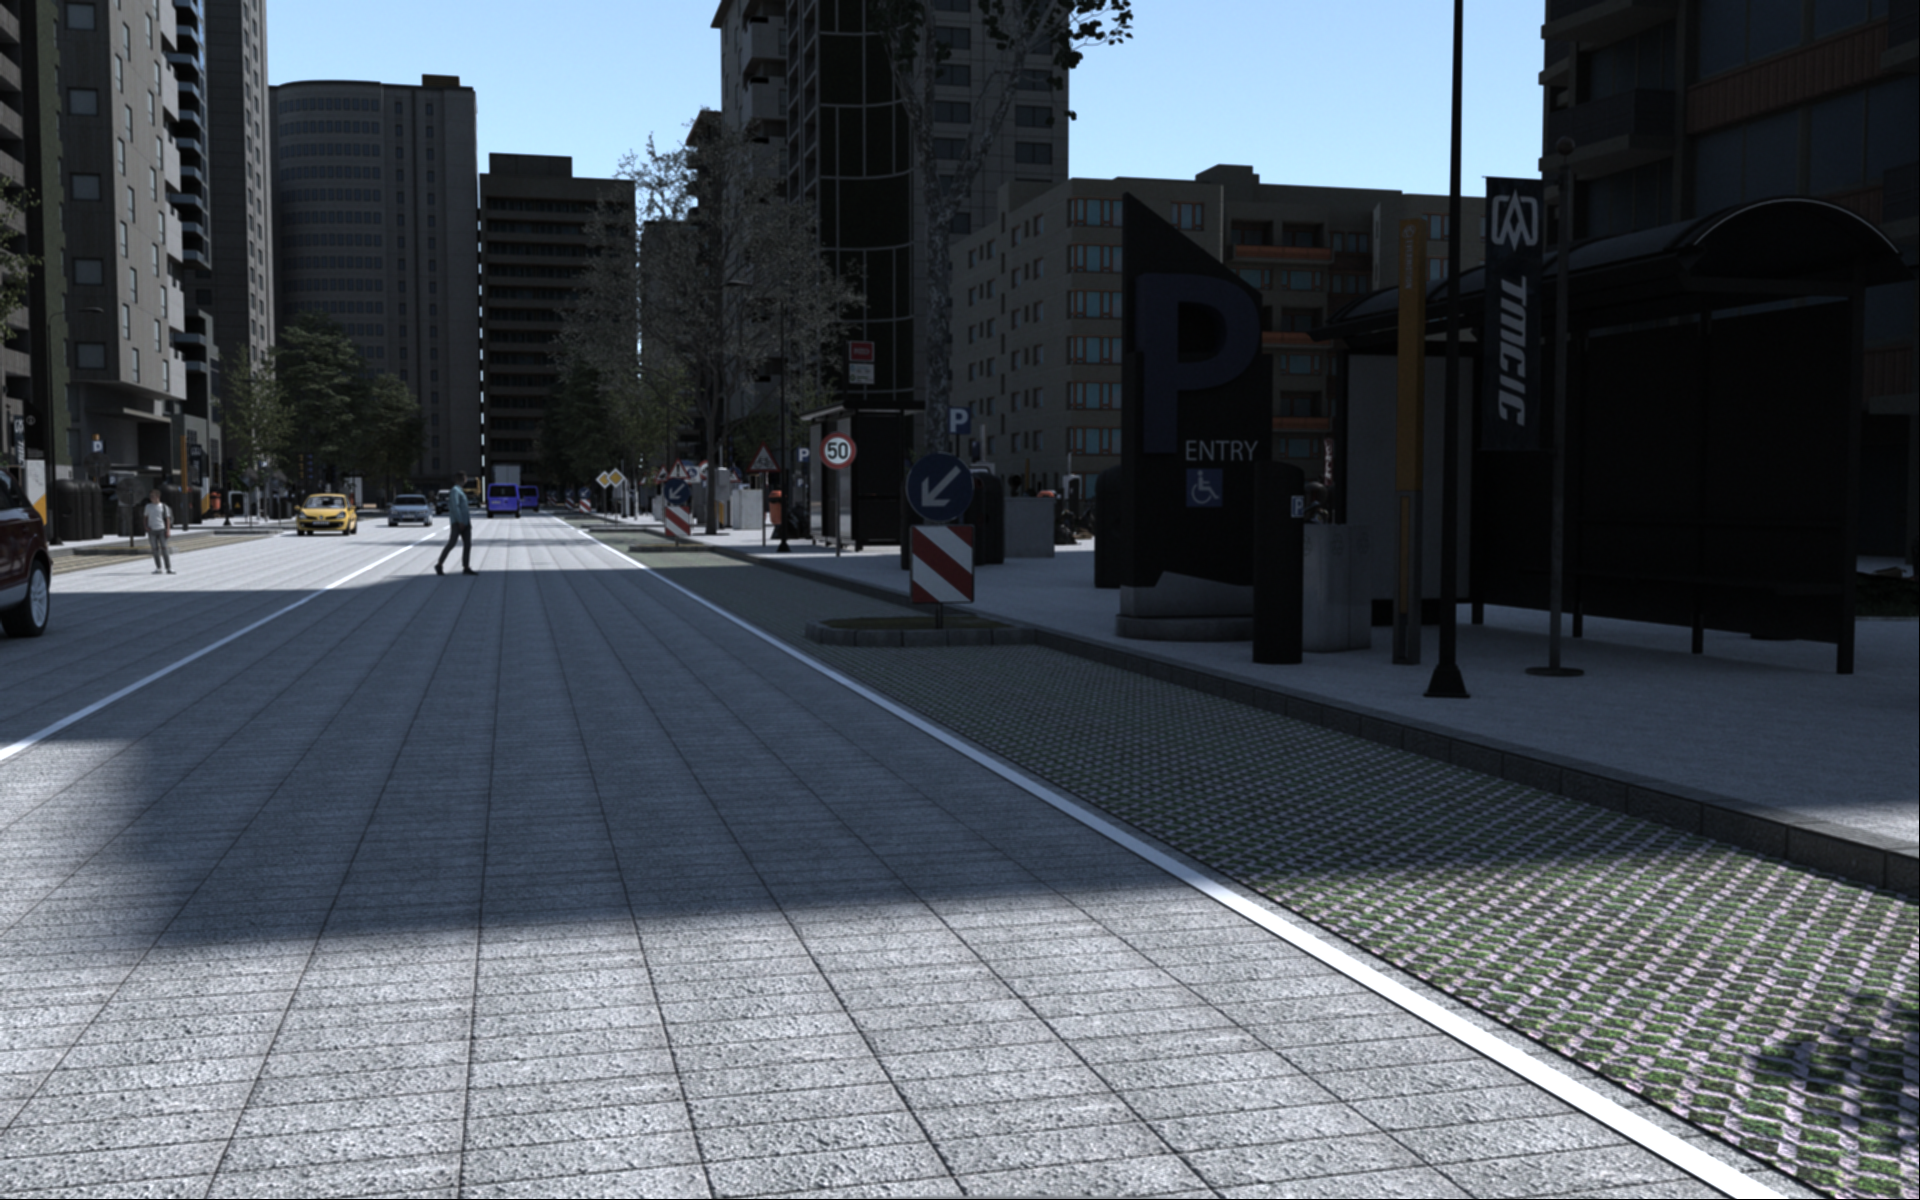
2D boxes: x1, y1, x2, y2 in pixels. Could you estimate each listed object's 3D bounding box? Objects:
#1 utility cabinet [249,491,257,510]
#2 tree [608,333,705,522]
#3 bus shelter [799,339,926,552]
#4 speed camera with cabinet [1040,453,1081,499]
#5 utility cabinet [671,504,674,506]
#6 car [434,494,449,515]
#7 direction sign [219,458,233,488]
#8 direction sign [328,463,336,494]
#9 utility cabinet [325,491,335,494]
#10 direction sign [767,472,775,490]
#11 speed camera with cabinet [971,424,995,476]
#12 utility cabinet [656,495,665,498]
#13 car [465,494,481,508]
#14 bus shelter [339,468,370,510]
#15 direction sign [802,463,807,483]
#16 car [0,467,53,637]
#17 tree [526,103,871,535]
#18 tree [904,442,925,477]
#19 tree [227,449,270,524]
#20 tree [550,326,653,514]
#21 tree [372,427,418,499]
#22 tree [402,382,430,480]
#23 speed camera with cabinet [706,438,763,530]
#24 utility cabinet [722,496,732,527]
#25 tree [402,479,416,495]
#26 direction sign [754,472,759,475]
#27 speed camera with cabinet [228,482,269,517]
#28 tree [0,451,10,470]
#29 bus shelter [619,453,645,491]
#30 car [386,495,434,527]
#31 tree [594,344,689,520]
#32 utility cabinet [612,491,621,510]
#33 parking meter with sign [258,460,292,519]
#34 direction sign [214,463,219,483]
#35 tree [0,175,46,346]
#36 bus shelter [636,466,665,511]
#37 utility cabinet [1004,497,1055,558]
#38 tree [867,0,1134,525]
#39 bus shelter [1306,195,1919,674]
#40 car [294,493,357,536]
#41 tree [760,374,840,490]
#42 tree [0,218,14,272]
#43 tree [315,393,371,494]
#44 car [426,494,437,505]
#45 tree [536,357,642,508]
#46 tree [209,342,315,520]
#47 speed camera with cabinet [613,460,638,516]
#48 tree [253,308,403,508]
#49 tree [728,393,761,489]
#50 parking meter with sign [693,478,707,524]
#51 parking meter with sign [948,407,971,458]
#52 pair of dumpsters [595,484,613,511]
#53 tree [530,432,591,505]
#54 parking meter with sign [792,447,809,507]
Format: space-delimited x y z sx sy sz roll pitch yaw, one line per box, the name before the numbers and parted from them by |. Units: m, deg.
utility cabinet | -47.722 -6.591 116.439 1.173 1.500 0.318 1 4 21
tree | -13.769 -7.844 78.618 4.737 8.622 4.395 0 3 0
bus shelter | -2.627 -3.982 42.735 2.179 5.291 8.768 -1 4 -14
speed camera with cabinet | 4.778 -5.383 82.340 2.038 3.252 0.660 -2 4 -35
utility cabinet | -15.081 -5.049 91.226 0.318 1.500 1.173 0 4 -5
car | -35.474 -6.756 120.247 2.009 1.686 4.222 -1 4 -14
direction sign | -45.838 -7.131 108.585 0.876 3.537 0.379 2 4 34
direction sign | -41.756 -7.532 115.142 0.876 3.537 0.379 3 4 39
utility cabinet | -51.107 -8.036 140.067 1.173 1.500 0.318 -3 5 -43
direction sign | -15.187 -8.996 139.087 0.379 3.537 0.876 3 4 38
speed camera with cabinet | -0.048 -3.349 49.098 2.038 3.252 0.660 0 4 -2
utility cabinet | -17.730 -5.670 103.862 1.020 1.237 0.306 -1 4 -15
car | -50.999 -10.329 180.670 2.131 1.459 4.920 -1 4 -13
bus shelter | -48.556 -8.874 139.011 2.014 3.302 5.546 -1 4 -15
direction sign | -11.435 -8.095 124.345 0.876 3.537 0.379 1 4 8
car | -9.887 -0.431 15.723 2.281 1.827 5.304 -1 4 -13
tree | -7.716 -8.785 54.004 12.009 13.543 11.850 0 3 0
tree | -1.208 -4.186 63.040 1.663 3.219 1.824 0 3 0
tree | -30.950 -4.906 74.814 1.663 3.219 1.824 0 3 0
tree | -23.206 -11.968 113.807 7.486 12.596 7.792 0 3 0
tree | -57.163 -13.604 172.788 4.737 8.622 4.395 0 3 0
tree | -53.168 -14.915 161.988 7.486 12.596 7.792 0 3 0
speed camera with cabinet | -8.055 -4.133 61.907 2.038 3.252 0.660 -3 5 -40
utility cabinet | -9.772 -3.908 75.065 1.020 1.237 0.306 0 4 -7
tree | -62.968 -12.370 196.848 1.663 3.219 1.824 0 3 0
direction sign | -12.191 -6.839 103.816 0.379 3.537 0.876 -2 4 -28
speed camera with cabinet | -39.322 -6.201 95.721 2.038 3.252 0.660 -1 4 -18
tree | -45.483 -5.387 82.671 1.663 3.219 1.824 0 3 0
bus shelter | -26.365 -9.815 138.107 2.179 5.291 8.768 -1 4 -14
car | -24.574 -4.004 77.465 2.014 1.417 4.499 -1 4 -15
tree | -15.572 -8.188 84.237 4.360 8.622 3.978 0 3 0
utility cabinet | -23.592 -6.836 120.449 1.173 1.500 0.318 -3 4 -36
parking meter with sign | -35.014 -5.651 88.661 1.738 3.016 0.543 1 4 21
direction sign | -53.534 -8.158 125.381 0.876 3.537 0.379 0 4 -6
tree | -20.976 -5.210 35.541 4.737 8.622 4.395 0 3 0
bus shelter | -22.618 -8.150 127.171 2.014 3.302 5.546 -1 4 -15
utility cabinet | 1.387 -1.459 35.019 1.020 1.237 0.306 0 4 -4
tree | 0.920 -10.406 26.019 12.611 20.169 13.585 0 3 0
bus shelter | 5.019 -1.255 14.445 2.014 3.302 5.546 -1 4 -14
car | -22.175 -3.085 60.671 2.015 1.641 3.980 -1 4 -14
tree | -8.542 -9.312 102.607 4.737 8.622 4.395 0 3 0
tree | -18.965 -5.625 26.374 8.767 10.594 7.601 -1 4 -18
tree | -43.642 -10.394 120.303 4.737 8.622 4.395 0 3 0
car | -62.297 -11.941 205.025 2.009 1.686 4.222 -1 4 -14
tree | -32.733 -15.185 154.935 9.857 13.997 8.962 0 3 0
tree | -34.113 -8.171 83.956 4.737 8.622 4.395 0 3 0
speed camera with cabinet | -19.324 -6.467 100.064 0.660 3.252 2.038 1 4 16
tree | -39.049 -11.485 105.909 7.486 12.596 7.792 0 3 0
tree | -14.163 -10.455 121.304 4.737 8.622 4.395 0 3 0
parking meter with sign | -10.795 -4.762 74.114 0.543 3.016 1.738 1 4 11
parking meter with sign | -0.379 -2.397 35.459 0.543 3.016 1.738 -2 4 -24
pair of dumpsters | -26.381 -7.759 129.351 1.574 2.255 4.437 -1 4 -14
tree | -46.262 -17.679 206.054 9.611 12.733 9.660 0 3 0
parking meter with sign | -6.066 -4.245 65.667 0.543 3.016 1.738 -1 4 -15
